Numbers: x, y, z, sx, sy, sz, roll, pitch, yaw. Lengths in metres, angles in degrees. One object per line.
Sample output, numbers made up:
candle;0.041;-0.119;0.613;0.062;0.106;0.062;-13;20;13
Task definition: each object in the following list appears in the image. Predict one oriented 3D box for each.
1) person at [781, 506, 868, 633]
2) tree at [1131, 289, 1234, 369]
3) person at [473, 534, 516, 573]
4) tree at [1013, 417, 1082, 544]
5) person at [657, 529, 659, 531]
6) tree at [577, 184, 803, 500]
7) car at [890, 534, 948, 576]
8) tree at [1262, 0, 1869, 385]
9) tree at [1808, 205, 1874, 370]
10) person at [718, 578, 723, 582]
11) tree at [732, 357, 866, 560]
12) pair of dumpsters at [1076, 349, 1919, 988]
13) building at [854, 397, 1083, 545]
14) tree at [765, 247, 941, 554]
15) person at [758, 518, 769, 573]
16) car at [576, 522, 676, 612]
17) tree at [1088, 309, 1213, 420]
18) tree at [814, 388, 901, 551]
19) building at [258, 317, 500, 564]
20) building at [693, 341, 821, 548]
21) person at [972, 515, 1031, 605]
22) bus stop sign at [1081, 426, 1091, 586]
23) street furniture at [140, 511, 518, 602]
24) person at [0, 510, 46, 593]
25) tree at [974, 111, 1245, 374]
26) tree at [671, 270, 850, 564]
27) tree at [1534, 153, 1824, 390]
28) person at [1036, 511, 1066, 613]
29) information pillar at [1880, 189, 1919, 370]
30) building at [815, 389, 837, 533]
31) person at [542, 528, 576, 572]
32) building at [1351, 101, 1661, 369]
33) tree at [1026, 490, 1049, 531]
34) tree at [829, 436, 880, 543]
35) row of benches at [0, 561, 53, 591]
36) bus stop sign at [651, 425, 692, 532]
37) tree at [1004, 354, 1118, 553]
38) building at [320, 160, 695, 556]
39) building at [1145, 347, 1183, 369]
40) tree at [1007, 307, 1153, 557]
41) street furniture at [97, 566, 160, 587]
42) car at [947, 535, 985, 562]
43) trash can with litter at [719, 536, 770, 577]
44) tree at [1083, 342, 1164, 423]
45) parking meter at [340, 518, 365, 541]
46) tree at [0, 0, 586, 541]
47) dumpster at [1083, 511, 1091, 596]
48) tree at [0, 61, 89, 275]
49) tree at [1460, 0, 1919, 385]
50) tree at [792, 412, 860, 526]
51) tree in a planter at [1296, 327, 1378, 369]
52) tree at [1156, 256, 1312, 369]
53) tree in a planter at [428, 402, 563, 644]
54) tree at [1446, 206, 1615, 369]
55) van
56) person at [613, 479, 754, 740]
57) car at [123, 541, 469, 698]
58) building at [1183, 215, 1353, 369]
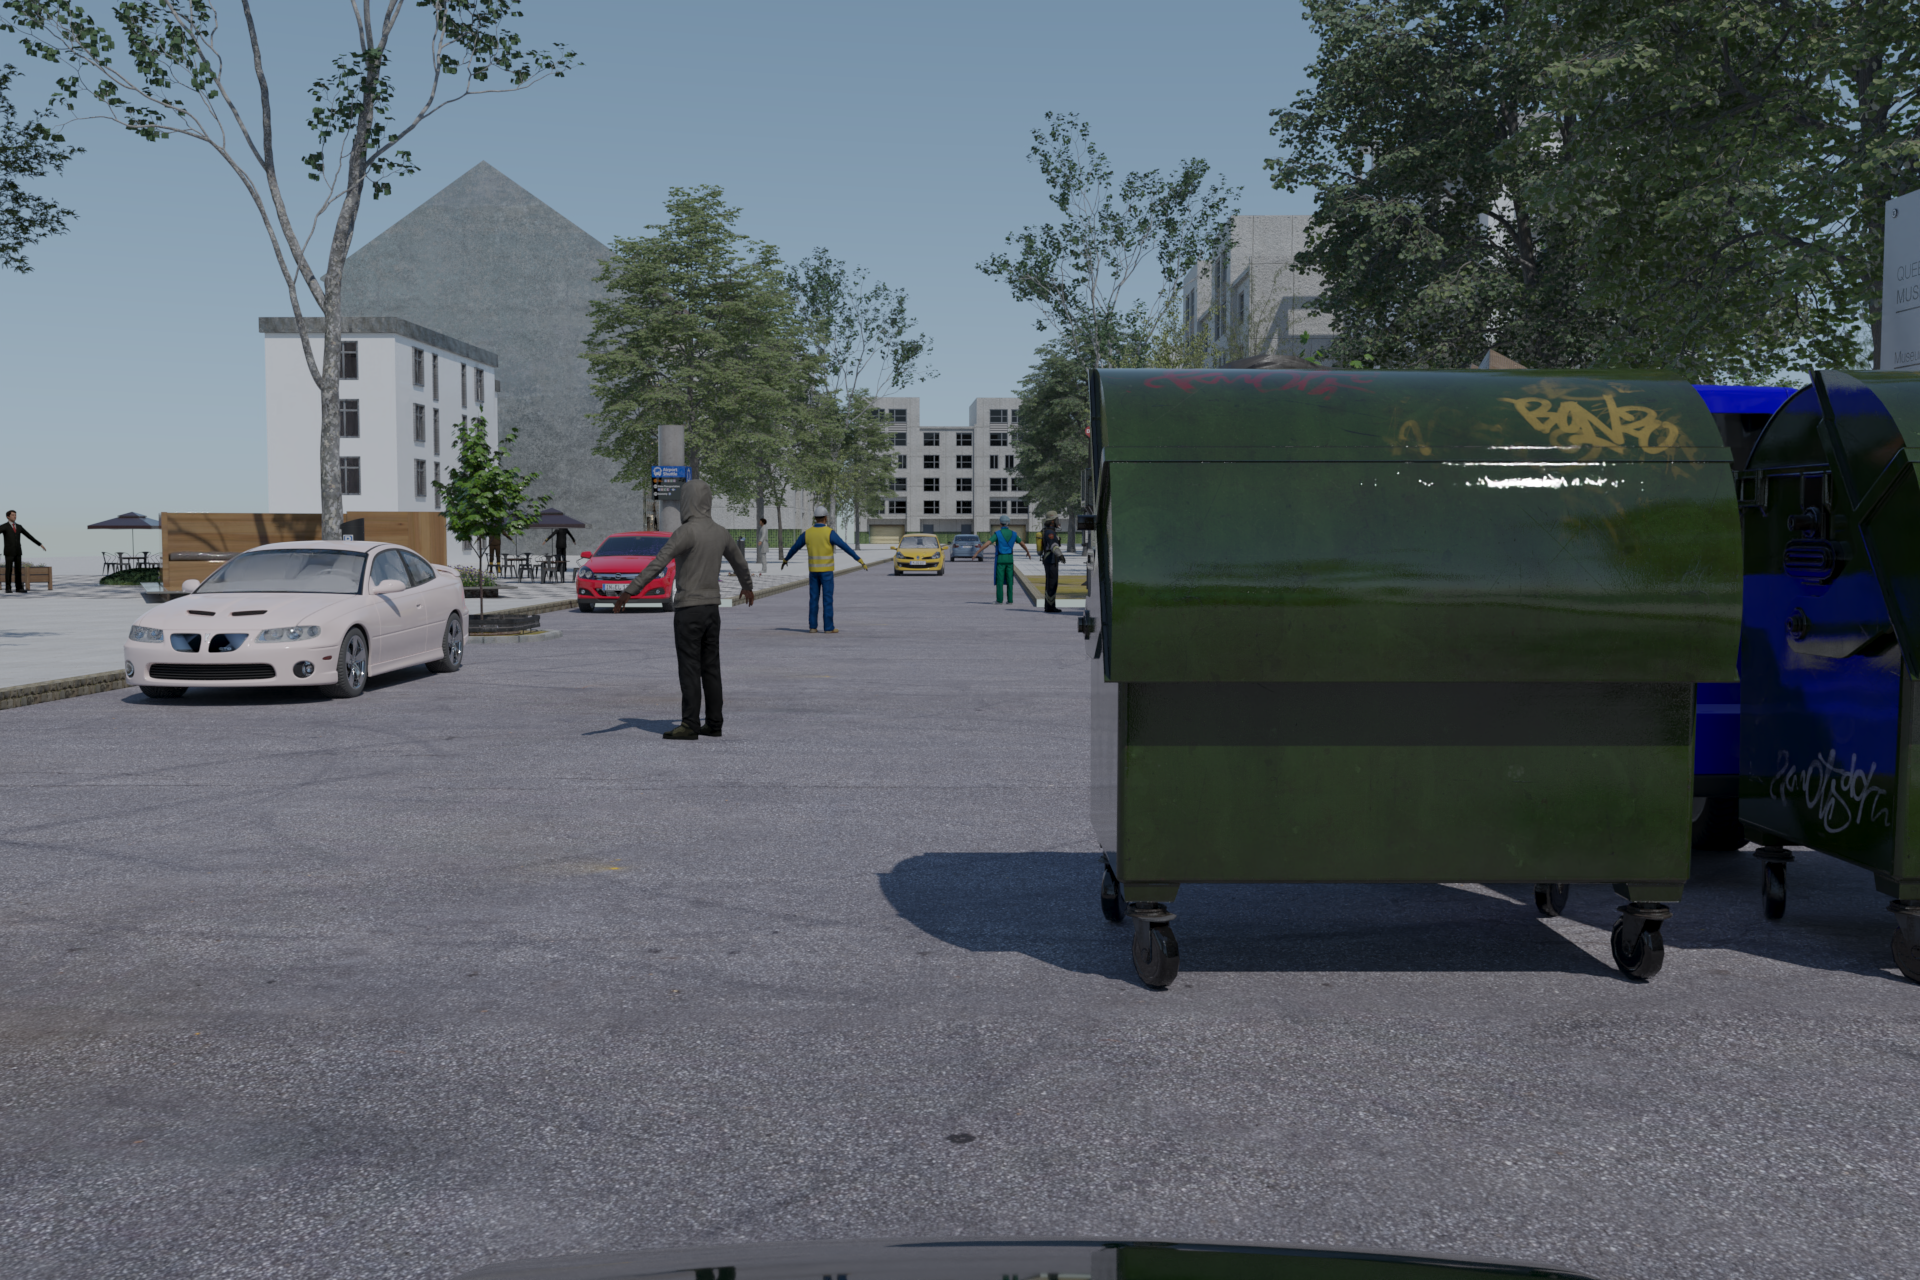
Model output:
person;-1.999;-1.019;25.079;1.349;1.833;0.705;1;4;17
tree;6.837;-6.203;51.774;4.737;8.622;4.395;0;3;0
person;-15.257;-3.098;56.792;1.346;1.812;0.704;-1;4;-14
tree;8.094;-11.937;129.581;8.767;10.594;7.601;0;4;5
person;-7.661;-2.370;45.477;1.216;1.740;0.721;1;4;16
tree;-8.799;-8.460;56.444;7.486;12.596;7.792;0;3;0
car;-1.405;-3.077;60.528;2.015;1.641;3.980;0;4;1
tree;9.661;-7.435;28.226;9.857;13.997;8.962;0;3;0
tree;19.261;-5.235;35.957;4.360;8.622;3.978;0;3;0
person;-6.482;-2.277;46.488;0.599;1.433;0.991;1;4;21
tree;-8.720;-9.193;84.725;8.767;10.594;7.601;0;4;-1
pair of dumpsters;2.616;-0.061;5.946;4.436;2.255;1.574;0;3;0
building;1.695;-22.130;230.747;31.486;18.905;16.747;0;4;-3
tree;-7.668;-15.703;112.641;12.611;20.169;13.585;0;3;0
person;-6.561;-3.141;57.540;0.705;1.806;1.347;0;4;-5
car;-6.086;-1.477;33.186;2.155;1.783;4.494;0;4;1
tree;6.518;-6.523;57.010;4.737;8.622;4.395;0;3;0
tree;-8.124;-13.204;134.016;7.486;12.596;7.792;0;3;0
building;-26.124;-8.500;81.125;9.099;9.664;28.070;0;4;1
building;-23.611;-18.819;174.145;16.747;18.905;31.486;0;3;0
person;0.885;-1.630;35.230;1.347;1.817;0.704;-2;4;-27
bus stop sign;3.439;-3.319;42.976;0.855;3.939;0.416;0;4;1
street furniture;-12.638;-1.843;36.987;9.812;1.723;11.010;-2;4;-26
person;-20.583;-1.926;37.670;0.705;1.806;1.347;2;4;32
tree;5.860;-13.702;79.915;12.611;20.169;13.585;0;3;0
tree;-8.567;-9.558;74.400;7.486;12.596;7.792;0;3;0
tree;18.676;-7.353;45.985;9.928;11.665;9.643;0;3;0
person;1.702;-1.435;31.700;0.705;1.856;1.354;0;4;-7
information pillar;6.599;-1.236;11.518;0.184;3.620;1.656;0;4;1
building;-24.396;-22.735;202.652;19.493;23.208;18.063;0;3;0
person;-13.545;-3.229;58.730;0.705;1.837;1.347;3;5;41
building;23.983;-13.815;82.303;16.016;20.090;11.380;0;4;1
tree;7.376;-11.428;137.208;4.360;8.622;3.978;0;3;0
tree;-8.454;-10.682;125.008;4.360;8.622;3.978;0;3;0
row of benches;-22.660;-1.506;40.084;4.104;0.672;1.422;2;4;26
bus stop sign;-7.002;-3.247;42.104;0.837;3.901;0.837;0;4;1
tree;7.615;-13.007;119.321;9.857;13.997;8.962;0;3;0
building;-27.985;-17.154;111.403;19.493;23.208;18.063;0;3;0
building;27.463;-18.616;170.835;16.747;18.905;31.486;0;4;1
tree;7.324;-11.713;98.171;9.857;13.997;8.962;0;3;0
street furniture;-19.641;-1.917;46.963;5.734;0.657;10.072;-1;4;-9
car;0.341;-4.821;90.829;2.014;1.417;4.499;0;4;0
trash can with litter;-6.553;-2.571;53.100;1.678;1.210;2.233;0;4;2
tree;6.794;-7.165;67.511;4.737;8.622;4.395;0;3;0
parking meter;-9.602;-1.161;27.389;0.372;1.533;0.369;0;3;0
tree;-12.734;-10.844;33.185;12.611;20.169;13.585;0;3;0
dumpster;3.126;-1.359;30.444;1.865;1.857;1.264;0;4;0
tree;-12.221;-5.023;16.537;8.767;10.594;7.601;3;5;40
tree;8.668;-6.026;16.659;7.486;12.596;7.792;0;3;0
tree;-7.920;-9.079;98.803;4.737;8.622;4.395;0;3;0
tree in a planter;3.043;-1.090;15.048;1.991;3.239;1.994;0;4;2
tree;7.766;-5.806;45.288;4.360;8.622;3.978;0;3;0
tree in a planter;-6.538;-1.611;23.569;1.991;3.239;1.994;0;4;1
tree;12.297;-5.360;37.993;4.360;8.622;3.978;0;3;0
van;2.657;-0.313;9.509;2.240;2.365;5.245;0;4;1
person;-1.865;-0.219;12.161;0.705;1.813;1.348;2;4;35
car;-6.177;-0.262;16.642;2.083;1.381;4.827;0;4;1
building;23.536;-14.570;104.680;16.747;18.905;31.486;0;4;1
